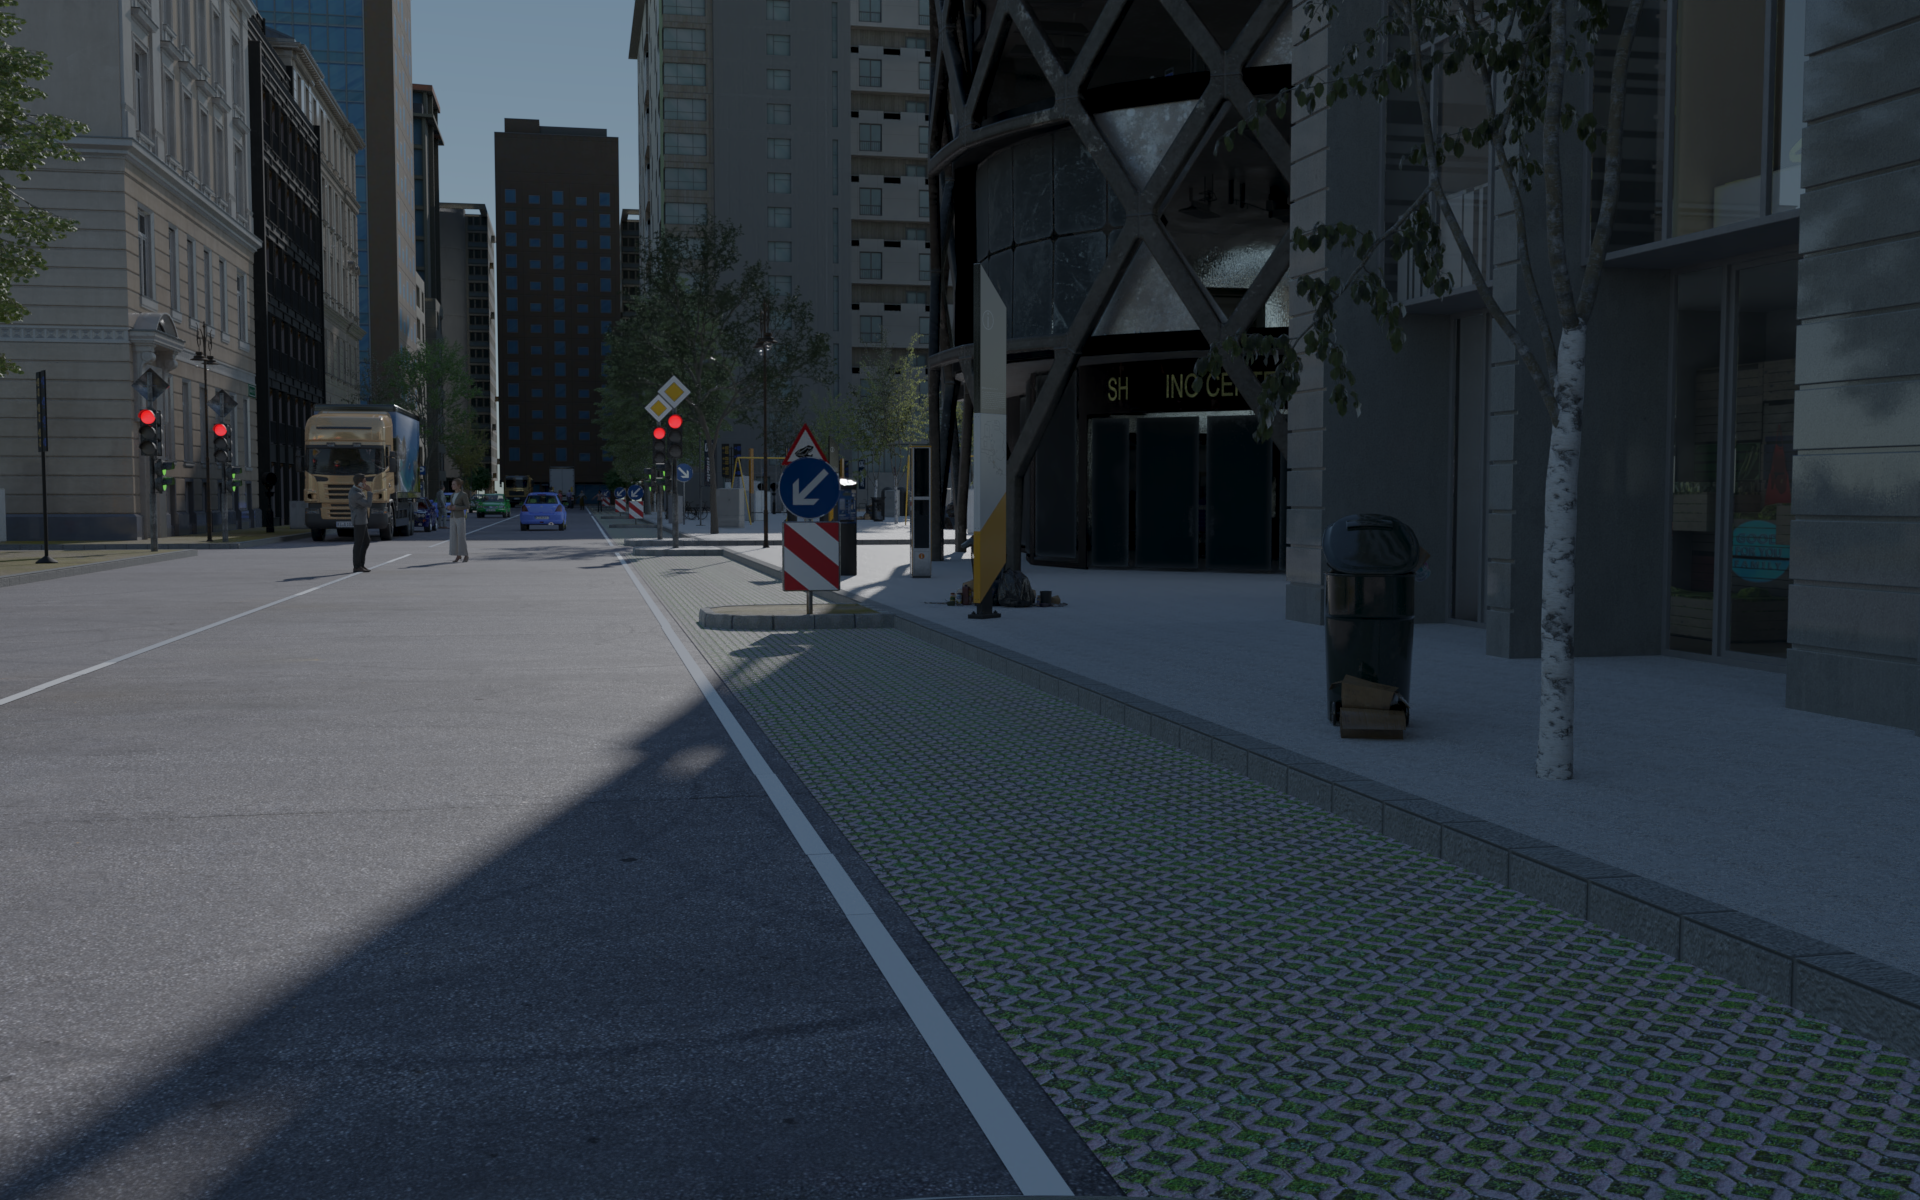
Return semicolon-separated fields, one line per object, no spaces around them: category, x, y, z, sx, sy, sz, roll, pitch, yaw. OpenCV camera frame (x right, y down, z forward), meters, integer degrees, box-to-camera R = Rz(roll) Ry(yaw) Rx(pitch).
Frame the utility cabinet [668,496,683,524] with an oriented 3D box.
utility cabinet;-12.397;-3.935;75.501;0.306;1.237;1.020;-2;4;-31

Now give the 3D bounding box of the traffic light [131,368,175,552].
traffic light;-17.961;-3.035;38.540;0.839;4.253;0.868;-1;4;-12

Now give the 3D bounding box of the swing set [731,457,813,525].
swing set;-8.242;-4.650;73.654;3.119;2.851;2.862;-2;4;-29

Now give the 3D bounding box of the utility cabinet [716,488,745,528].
utility cabinet;-8.643;-3.452;65.113;1.173;1.500;0.318;3;4;36

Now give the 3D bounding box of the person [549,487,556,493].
person;-26.390;-6.374;112.082;0.474;1.900;0.648;3;4;38

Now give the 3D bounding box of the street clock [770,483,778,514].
street clock;-11.771;-6.429;109.679;0.471;2.002;0.358;0;4;7

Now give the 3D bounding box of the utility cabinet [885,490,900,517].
utility cabinet;-3.728;-5.276;94.948;0.318;1.500;1.173;-2;4;-31

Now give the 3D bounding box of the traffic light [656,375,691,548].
traffic light;-6.773;-3.187;41.020;0.839;4.253;0.868;-1;4;-12

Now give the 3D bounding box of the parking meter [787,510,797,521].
parking meter;-6.165;-3.376;63.608;0.372;1.533;0.369;0;3;0

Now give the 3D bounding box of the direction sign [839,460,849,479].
direction sign;-7.843;-7.644;116.980;0.876;3.537;0.379;3;4;38

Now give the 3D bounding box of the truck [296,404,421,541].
truck;-19.335;-4.121;56.293;2.839;4.237;11.283;-1;4;-12

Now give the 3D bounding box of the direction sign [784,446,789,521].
direction sign;-8.112;-5.472;81.458;0.379;3.537;0.876;0;4;5

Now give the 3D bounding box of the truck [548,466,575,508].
truck;-41.738;-11.787;181.628;2.839;4.237;11.283;-1;4;-13

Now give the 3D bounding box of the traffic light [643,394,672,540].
traffic light;-8.497;-3.663;48.818;0.839;4.253;0.868;-1;4;-12

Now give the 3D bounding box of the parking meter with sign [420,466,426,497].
parking meter with sign;-33.610;-6.824;107.838;0.543;3.016;1.738;-1;4;-13

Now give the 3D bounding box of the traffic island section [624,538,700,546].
traffic island section;-8.455;-1.631;48.941;2.009;0.180;2.903;-1;4;-12

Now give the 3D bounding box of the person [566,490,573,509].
person;-38.152;-9.853;169.471;0.709;1.838;0.599;1;4;15

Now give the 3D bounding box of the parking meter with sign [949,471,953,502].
parking meter with sign;-0.178;-6.119;96.303;0.543;3.016;1.738;1;4;12

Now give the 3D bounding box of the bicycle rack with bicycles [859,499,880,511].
bicycle rack with bicycles;-6.109;-6.839;125.195;2.852;0.926;2.925;-1;4;-20

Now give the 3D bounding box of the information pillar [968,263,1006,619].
information pillar;0.302;-1.622;17.870;0.183;3.616;0.504;3;4;36

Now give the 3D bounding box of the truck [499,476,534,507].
truck;-46.758;-11.471;183.466;3.469;3.379;9.791;-1;4;-11

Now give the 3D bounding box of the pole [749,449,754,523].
pole;-9.356;-5.126;77.650;0.158;3.312;0.155;0;3;0

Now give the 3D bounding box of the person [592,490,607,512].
person;-28.500;-7.807;136.861;1.217;1.736;0.721;0;4;7

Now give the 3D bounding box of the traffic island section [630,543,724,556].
traffic island section;-6.731;-1.154;41.143;2.009;0.180;2.903;-1;4;-12

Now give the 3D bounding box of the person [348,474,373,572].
person;-10.970;-1.410;31.736;0.473;1.802;0.592;-1;4;-12

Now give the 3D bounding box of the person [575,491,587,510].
person;-33.661;-8.853;153.969;1.217;1.736;0.721;2;4;25

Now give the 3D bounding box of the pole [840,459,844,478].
pole;-6.772;-6.458;99.439;0.158;3.312;0.155;0;3;0

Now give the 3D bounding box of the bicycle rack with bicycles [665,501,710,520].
bicycle rack with bicycles;-13.509;-4.474;86.526;2.925;0.926;2.852;1;4;21

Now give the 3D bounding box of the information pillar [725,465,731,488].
information pillar;-16.315;-7.989;121.970;0.504;3.616;0.183;-2;4;-24

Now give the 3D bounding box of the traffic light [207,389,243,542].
traffic light;-19.685;-3.512;46.337;0.839;4.253;0.868;-1;4;-12

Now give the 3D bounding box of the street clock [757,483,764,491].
street clock;-13.054;-6.678;113.759;0.471;2.002;0.358;1;4;16

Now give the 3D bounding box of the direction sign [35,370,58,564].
direction sign;-16.934;-2.447;32.006;0.379;3.537;0.876;-3;4;-37

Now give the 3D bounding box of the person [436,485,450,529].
person;-21.457;-3.860;71.707;0.635;1.810;0.391;3;5;44

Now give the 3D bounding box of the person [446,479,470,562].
person;-10.602;-1.678;36.477;0.519;1.759;0.362;2;4;32

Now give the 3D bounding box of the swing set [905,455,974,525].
swing set;-0.544;-4.425;69.971;3.119;2.851;2.862;0;4;-7

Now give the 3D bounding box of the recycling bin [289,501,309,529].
recycling bin;-24.164;-3.124;63.638;0.722;1.027;0.722;0;4;-3

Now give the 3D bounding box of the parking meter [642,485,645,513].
parking meter;-20.860;-6.666;114.696;0.399;1.863;0.255;-3;5;-44

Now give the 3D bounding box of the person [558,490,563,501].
person;-29.139;-7.126;125.734;0.721;1.743;1.217;1;4;11

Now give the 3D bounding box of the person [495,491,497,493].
person;-42.225;-9.060;157.341;0.721;1.736;1.217;-2;4;-35

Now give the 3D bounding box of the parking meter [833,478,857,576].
parking meter;-1.811;-1.156;27.305;0.372;1.533;0.369;0;3;0

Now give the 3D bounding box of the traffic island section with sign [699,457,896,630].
traffic island section with sign;-1.858;-0.641;19.115;1.989;1.847;2.006;-1;4;-12

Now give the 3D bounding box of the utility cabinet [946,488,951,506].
utility cabinet;-0.947;-3.602;67.578;1.173;1.500;0.318;0;4;4

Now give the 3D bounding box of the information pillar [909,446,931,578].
information pillar;-0.604;-1.344;26.460;0.304;2.012;0.304;-1;4;-8

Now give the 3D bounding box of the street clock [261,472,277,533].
street clock;-22.896;-3.233;57.434;0.358;2.002;0.471;2;4;25

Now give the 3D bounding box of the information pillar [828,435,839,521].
information pillar;-5.076;-4.772;69.370;0.183;3.616;0.504;3;5;44

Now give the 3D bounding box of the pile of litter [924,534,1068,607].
pile of litter;0.411;-0.376;20.109;1.719;0.858;1.176;3;5;43

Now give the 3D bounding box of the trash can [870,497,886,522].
trash can;-3.806;-4.220;80.653;0.748;1.137;0.748;0;3;0

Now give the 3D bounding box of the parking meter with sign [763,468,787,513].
parking meter with sign;-12.252;-7.289;115.431;1.738;3.016;0.543;-1;4;-13

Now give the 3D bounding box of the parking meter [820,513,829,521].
parking meter;-6.006;-4.371;77.177;0.399;1.863;0.255;-3;5;-43

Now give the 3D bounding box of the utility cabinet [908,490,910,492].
utility cabinet;-2.927;-5.887;104.936;0.318;1.500;1.173;2;4;28

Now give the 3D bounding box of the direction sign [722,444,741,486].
direction sign;-10.280;-5.258;77.973;0.876;3.537;0.379;0;4;-1

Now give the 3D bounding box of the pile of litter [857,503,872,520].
pile of litter;-4.679;-4.414;86.126;1.176;0.858;1.719;-1;4;-15
